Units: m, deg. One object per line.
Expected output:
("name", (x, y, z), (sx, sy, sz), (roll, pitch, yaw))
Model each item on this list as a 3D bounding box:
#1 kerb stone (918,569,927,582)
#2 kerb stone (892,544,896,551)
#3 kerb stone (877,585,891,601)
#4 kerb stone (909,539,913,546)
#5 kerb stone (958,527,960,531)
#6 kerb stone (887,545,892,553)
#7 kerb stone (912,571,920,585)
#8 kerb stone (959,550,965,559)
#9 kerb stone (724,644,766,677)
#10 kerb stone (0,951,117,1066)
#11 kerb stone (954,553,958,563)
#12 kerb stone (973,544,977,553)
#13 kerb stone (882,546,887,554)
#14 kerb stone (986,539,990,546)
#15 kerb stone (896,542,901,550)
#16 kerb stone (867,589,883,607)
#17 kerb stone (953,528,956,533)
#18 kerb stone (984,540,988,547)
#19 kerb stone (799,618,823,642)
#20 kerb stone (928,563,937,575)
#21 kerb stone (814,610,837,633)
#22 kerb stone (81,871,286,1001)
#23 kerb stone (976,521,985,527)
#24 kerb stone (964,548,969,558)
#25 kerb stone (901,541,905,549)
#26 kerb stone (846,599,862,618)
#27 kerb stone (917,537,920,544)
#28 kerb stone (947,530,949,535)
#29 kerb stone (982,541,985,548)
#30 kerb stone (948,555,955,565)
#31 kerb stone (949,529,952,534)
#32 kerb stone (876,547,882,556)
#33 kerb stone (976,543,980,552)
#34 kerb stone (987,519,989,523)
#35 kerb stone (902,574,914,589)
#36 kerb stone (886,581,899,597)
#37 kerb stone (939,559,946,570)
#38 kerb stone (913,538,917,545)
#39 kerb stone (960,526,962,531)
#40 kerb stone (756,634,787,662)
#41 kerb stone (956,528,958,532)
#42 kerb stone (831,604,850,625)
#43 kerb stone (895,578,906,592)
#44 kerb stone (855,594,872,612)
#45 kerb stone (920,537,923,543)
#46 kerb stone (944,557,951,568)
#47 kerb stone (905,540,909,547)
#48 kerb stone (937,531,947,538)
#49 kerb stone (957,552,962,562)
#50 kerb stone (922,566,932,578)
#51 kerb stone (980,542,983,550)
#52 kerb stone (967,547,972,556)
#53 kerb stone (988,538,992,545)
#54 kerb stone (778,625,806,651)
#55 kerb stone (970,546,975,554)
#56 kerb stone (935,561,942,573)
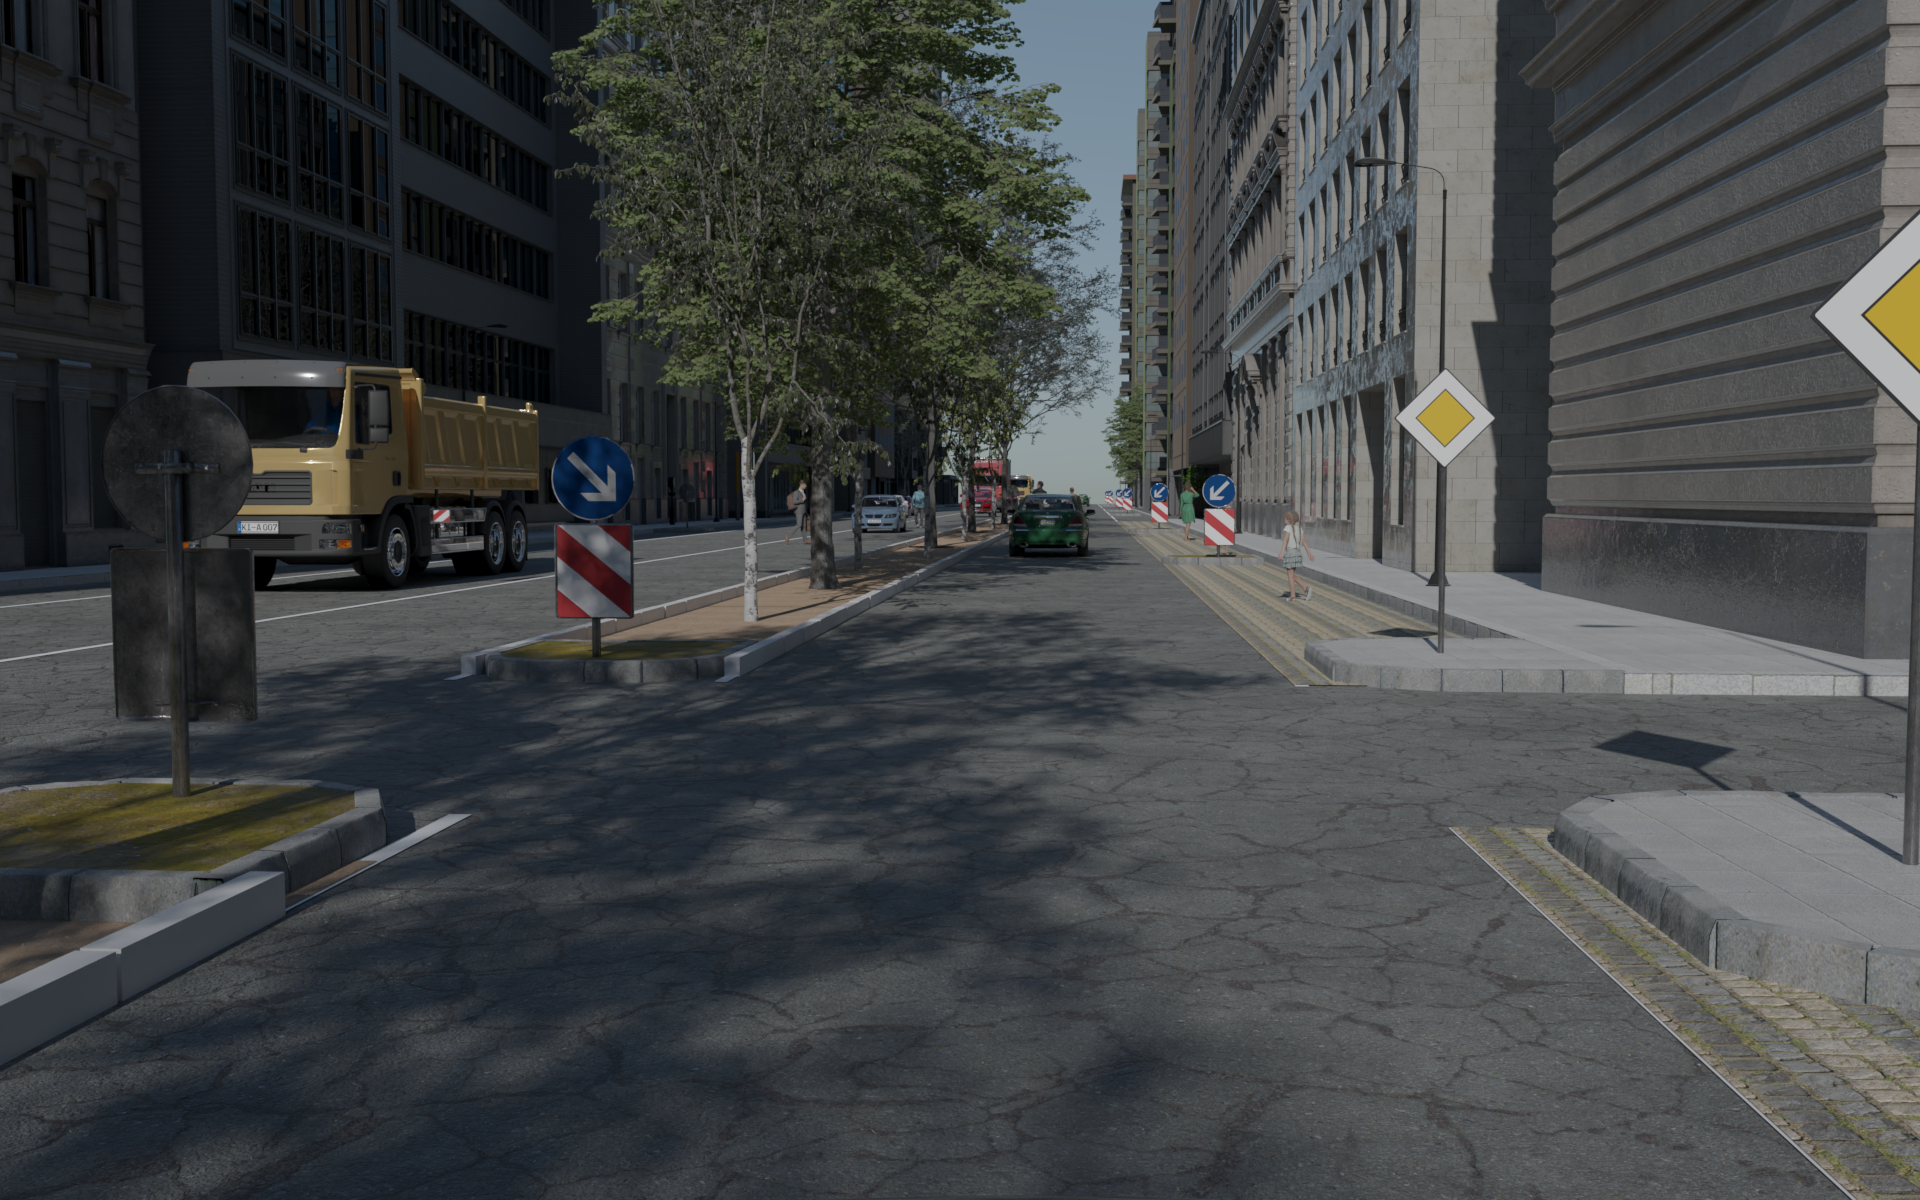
("kerb stone", (-0.695, -0.377, 28.419), (0.120, 0.150, 1.000), (0, 4, 4))
("kerb stone", (-1.757, -1.265, 42.875), (0.120, 0.150, 1.000), (0, 4, 4))
("kerb stone", (-1.081, -0.068, 23.309), (0.120, 0.150, 1.000), (0, 4, 4))
("kerb stone", (-1.449, -1.514, 46.957), (0.120, 0.150, 1.000), (0, 4, 4))
("kerb stone", (-0.191, -2.577, 64.337), (0.120, 0.150, 1.000), (0, 4, 4))
("kerb stone", (-1.828, -1.202, 41.856), (0.120, 0.150, 1.000), (0, 4, 4))
("kerb stone", (-0.782, -0.318, 27.395), (0.120, 0.150, 1.000), (0, 4, 4))
("kerb stone", (-0.036, -0.937, 37.628), (0.120, 0.150, 1.000), (0, 4, 4))
("kerb stone", (-1.753, 0.496, 14.093), (0.120, 0.150, 1.000), (0, 4, 4))
("kerb stone", (-2.463, 1.090, 4.368), (0.120, 0.150, 1.000), (0, 4, 4))
("kerb stone", (-0.180, -0.818, 35.589), (0.120, 0.150, 1.000), (0, 4, 4))
("kerb stone", (0.268, -1.193, 41.722), (0.120, 0.150, 1.000), (0, 4, 4))
("kerb stone", (-1.906, -1.140, 40.834), (0.120, 0.150, 1.000), (0, 4, 4))
("kerb stone", (0.645, -1.507, 46.833), (0.120, 0.150, 1.000), (0, 4, 4))
("kerb stone", (-1.680, -1.327, 43.894), (0.120, 0.150, 1.000), (0, 4, 4))
("kerb stone", (-1.148, -0.006, 22.290), (0.120, 0.150, 1.000), (0, 4, 4))
("kerb stone", (-0.328, -2.452, 62.290), (0.120, 0.150, 1.000), (0, 4, 4))
("kerb stone", (0.573, -1.444, 45.811), (0.120, 0.150, 1.000), (0, 4, 4))
("kerb stone", (-1.523, 0.312, 17.164), (0.120, 0.150, 1.000), (0, 4, 4))
("kerb stone", (-0.554, -0.506, 30.471), (0.120, 0.150, 1.000), (0, 4, 4))
("kerb stone", (-1.448, 0.245, 18.183), (0.120, 0.150, 1.000), (0, 4, 4))
("kerb stone", (-2.389, 1.028, 5.389), (0.120, 0.150, 1.000), (0, 4, 4))
("kerb stone", (0.941, -3.516, 79.678), (0.120, 0.150, 1.000), (0, 4, 4))
("kerb stone", (0.046, -1.007, 38.655), (0.120, 0.150, 1.000), (0, 4, 4))
("kerb stone", (-1.612, -1.389, 44.914), (0.120, 0.150, 1.000), (0, 4, 4))
("kerb stone", (-1.303, 0.128, 20.233), (0.120, 0.150, 1.000), (0, 4, 4))
("kerb stone", (-1.309, -1.640, 49.011), (0.120, 0.150, 1.000), (0, 4, 4))
("kerb stone", (-0.559, -2.263, 59.217), (0.120, 0.150, 1.000), (0, 4, 4))
("kerb stone", (0.499, -1.382, 44.791), (0.120, 0.150, 1.000), (0, 4, 4))
("kerb stone", (-0.255, -0.756, 34.562), (0.120, 0.150, 1.000), (0, 4, 4))
("kerb stone", (-0.481, -2.326, 60.240), (0.120, 0.150, 1.000), (0, 4, 4))
("kerb stone", (-1.978, -1.075, 39.796), (0.120, 0.150, 1.000), (0, 4, 4))
("kerb stone", (0.344, -1.257, 42.753), (0.120, 0.150, 1.000), (0, 4, 4))
("kerb stone", (1.164, -3.703, 82.745), (0.120, 0.150, 1.000), (0, 4, 4))
("kerb stone", (-0.851, -0.252, 26.375), (0.120, 0.150, 1.000), (0, 4, 4))
("kerb stone", (-1.010, -0.127, 24.330), (0.120, 0.150, 1.000), (0, 4, 4))
("kerb stone", (-0.407, -0.630, 32.517), (0.120, 0.150, 1.000), (0, 4, 4))
("kerb stone", (-1.375, -1.578, 47.989), (0.120, 0.150, 1.000), (0, 4, 4))
("kerb stone", (-0.105, -2.640, 65.365), (0.120, 0.150, 1.000), (0, 4, 4))
("kerb stone", (-1.681, 0.436, 15.116), (0.120, 0.150, 1.000), (0, 4, 4))
("kerb stone", (-0.255, -2.512, 63.315), (0.120, 0.150, 1.000), (0, 4, 4))
("kerb stone", (-1.377, 0.183, 19.202), (0.120, 0.150, 1.000), (0, 4, 4))
("kerb stone", (-0.933, -0.192, 25.349), (0.120, 0.150, 1.000), (0, 4, 4))
("kerb stone", (-1.233, 0.061, 21.260), (0.120, 0.150, 1.000), (0, 4, 4))
("kerb stone", (-1.238, -1.702, 50.031), (0.120, 0.150, 1.000), (0, 4, 4))
("kerb stone", (-0.332, -0.694, 33.543), (0.120, 0.150, 1.000), (0, 4, 4))
("kerb stone", (-1.534, -1.452, 45.933), (0.120, 0.150, 1.000), (0, 4, 4))
("kerb stone", (-0.633, -2.202, 58.198), (0.120, 0.150, 1.000), (0, 4, 4))
("kerb stone", (-0.105, -0.873, 36.608), (0.120, 0.150, 1.000), (0, 4, 4))
("kerb stone", (-0.623, -0.443, 29.438), (0.120, 0.150, 1.000), (0, 4, 4))
("kerb stone", (0.417, -1.316, 43.773), (0.120, 0.150, 1.000), (0, 4, 4))
("kerb stone", (0.115, -1.067, 39.677), (0.120, 0.150, 1.000), (0, 4, 4))
("kerb stone", (0.719, -1.564, 47.856), (0.120, 0.150, 1.000), (0, 4, 4))
("kerb stone", (-1.603, 0.371, 16.141), (0.120, 0.150, 1.000), (0, 4, 4))
("kerb stone", (0.190, -1.132, 40.703), (0.120, 0.150, 1.000), (0, 4, 4))
("kerb stone", (-0.481, -0.569, 31.492), (0.120, 0.150, 1.000), (0, 4, 4))
